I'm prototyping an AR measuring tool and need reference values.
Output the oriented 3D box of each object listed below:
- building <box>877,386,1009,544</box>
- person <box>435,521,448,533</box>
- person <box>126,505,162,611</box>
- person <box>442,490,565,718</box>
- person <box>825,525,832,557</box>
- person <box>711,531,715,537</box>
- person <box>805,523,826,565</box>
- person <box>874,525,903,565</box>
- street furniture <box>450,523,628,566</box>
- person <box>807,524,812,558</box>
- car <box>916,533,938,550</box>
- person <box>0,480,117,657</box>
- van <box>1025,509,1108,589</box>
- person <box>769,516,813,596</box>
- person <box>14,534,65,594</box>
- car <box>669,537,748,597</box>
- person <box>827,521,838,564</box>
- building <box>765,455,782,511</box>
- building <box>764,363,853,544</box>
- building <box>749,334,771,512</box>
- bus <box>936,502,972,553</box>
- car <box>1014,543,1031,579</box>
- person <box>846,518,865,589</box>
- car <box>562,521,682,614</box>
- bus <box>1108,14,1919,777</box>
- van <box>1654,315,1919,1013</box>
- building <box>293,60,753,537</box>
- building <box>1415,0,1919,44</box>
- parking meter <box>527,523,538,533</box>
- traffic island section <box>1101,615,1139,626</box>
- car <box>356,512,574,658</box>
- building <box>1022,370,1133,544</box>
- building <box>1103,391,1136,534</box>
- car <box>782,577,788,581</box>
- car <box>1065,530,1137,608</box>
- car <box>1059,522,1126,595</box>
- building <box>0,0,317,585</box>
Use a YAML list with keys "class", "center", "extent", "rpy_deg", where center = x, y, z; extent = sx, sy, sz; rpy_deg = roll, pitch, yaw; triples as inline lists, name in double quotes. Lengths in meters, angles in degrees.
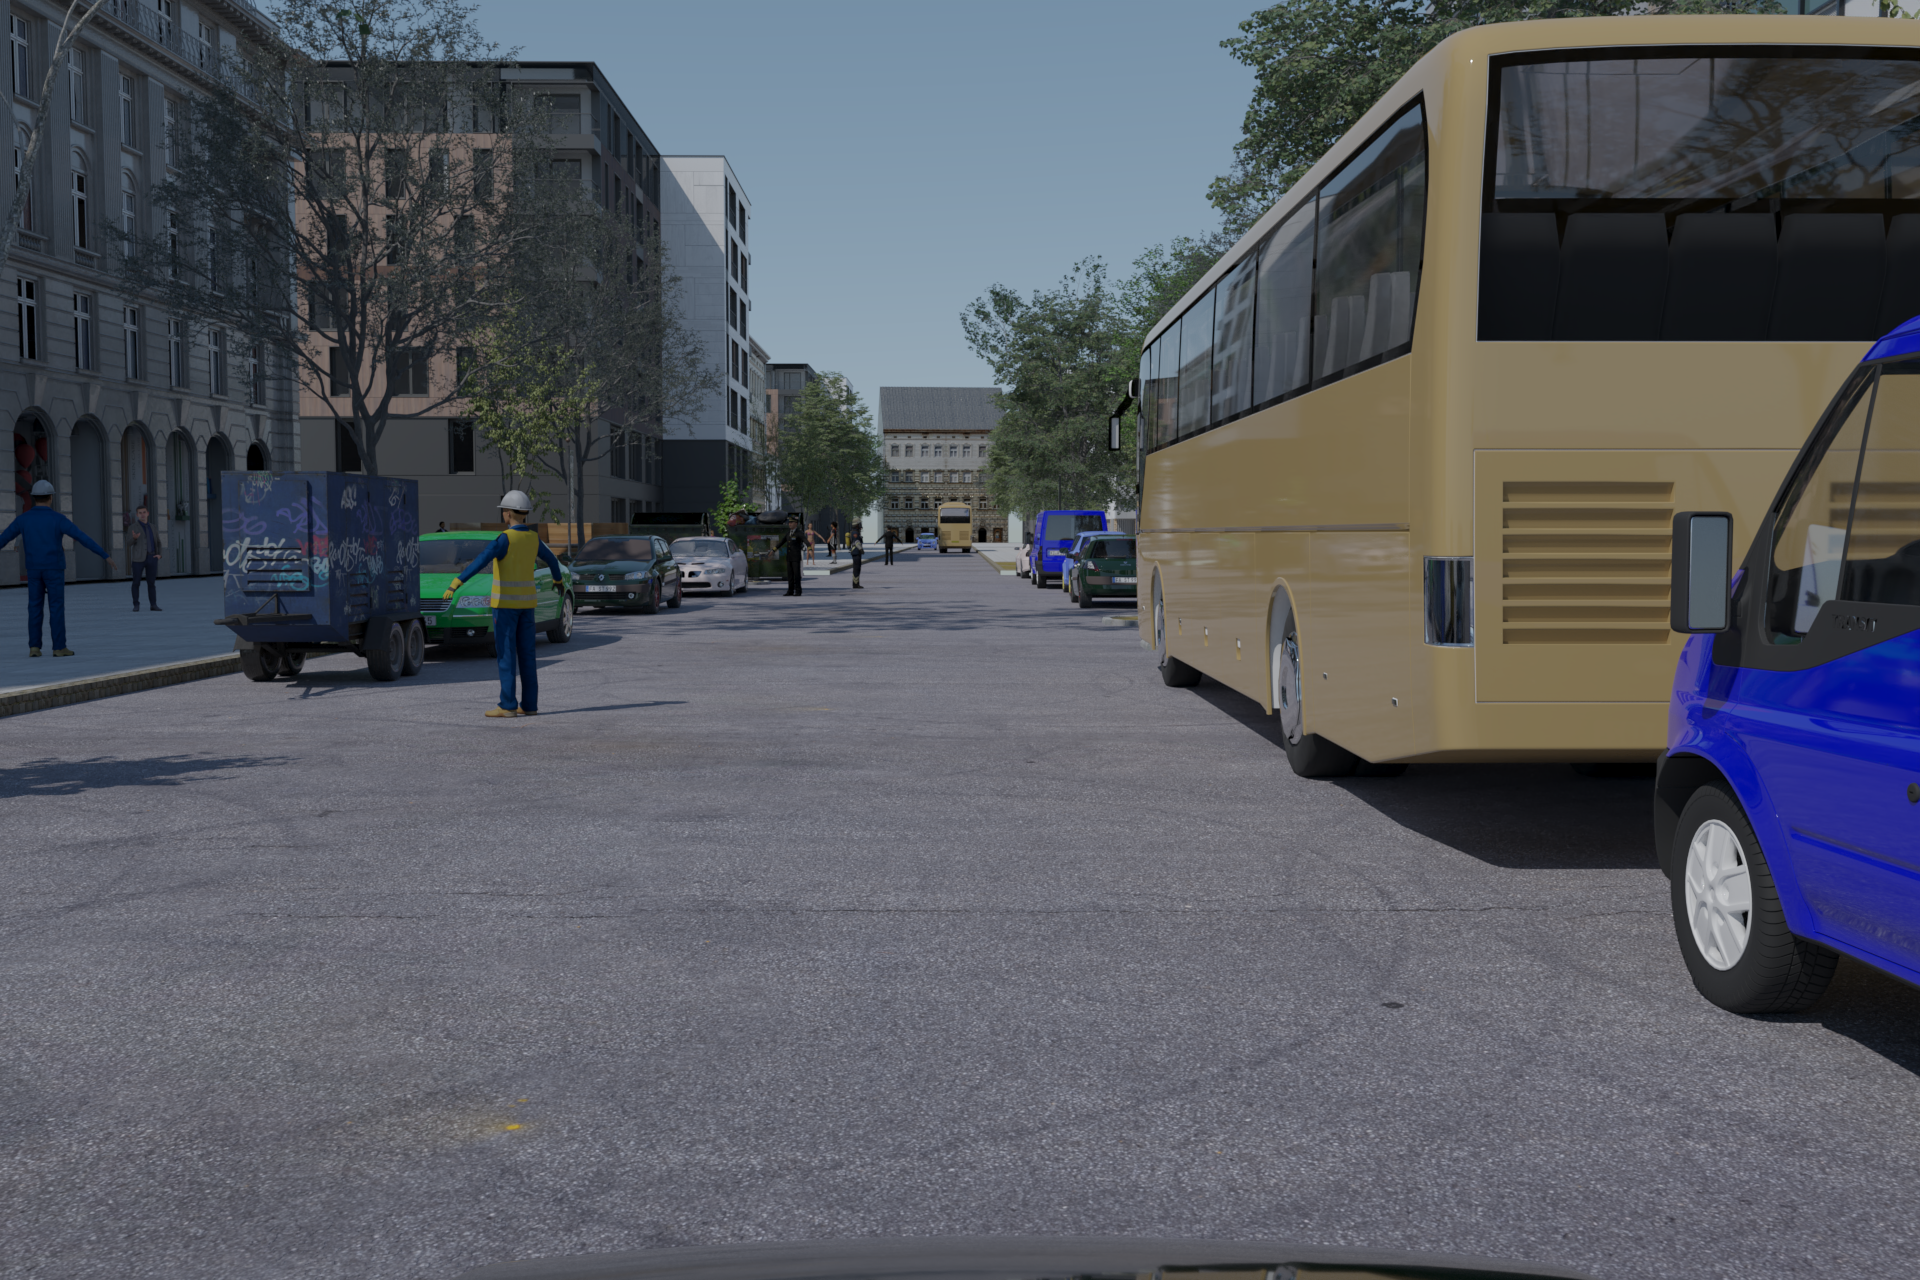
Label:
- class: "building"
  center: [-2.834, -25.902, 256.883]
  extent: [18.063, 23.208, 19.493]
  rpy_deg: [0, 4, -5]
- class: "person"
  center: [-18.695, -3.428, 62.765]
  extent: [0.721, 1.740, 1.216]
  rpy_deg: [3, 5, 43]
- class: "person"
  center: [-13.447, -1.350, 28.651]
  extent: [0.617, 1.759, 0.750]
  rpy_deg: [-3, 5, -40]
- class: "person"
  center: [-3.560, -0.289, 13.655]
  extent: [0.721, 1.772, 1.216]
  rpy_deg: [2, 4, 33]
- class: "person"
  center: [-7.427, -5.622, 98.053]
  extent: [0.705, 1.813, 1.348]
  rpy_deg: [-1, 4, -14]
- class: "person"
  center: [-10.854, -4.062, 75.674]
  extent: [0.991, 1.433, 0.599]
  rpy_deg: [-2, 4, -28]
- class: "person"
  center: [-6.191, -3.981, 71.894]
  extent: [1.217, 1.733, 0.721]
  rpy_deg: [-1, 4, -13]
- class: "person"
  center: [-3.253, -4.341, 79.360]
  extent: [1.347, 1.837, 0.705]
  rpy_deg: [-1, 4, -13]
- class: "street furniture"
  center: [-16.689, -3.907, 70.727]
  extent: [11.010, 1.723, 9.812]
  rpy_deg: [3, 4, 36]
- class: "person"
  center: [-7.962, -5.216, 91.460]
  extent: [0.705, 1.806, 1.347]
  rpy_deg: [0, 4, -4]
- class: "car"
  center: [-2.882, -8.773, 153.027]
  extent: [1.945, 1.707, 3.694]
  rpy_deg: [0, 3, 0]
- class: "person"
  center: [-9.564, -0.749, 18.130]
  extent: [1.347, 1.842, 0.705]
  rpy_deg: [0, 4, -7]
- class: "van"
  center: [2.945, -2.613, 47.106]
  extent: [2.240, 2.365, 5.245]
  rpy_deg: [0, 4, 0]
- class: "person"
  center: [-3.847, -1.925, 39.873]
  extent: [1.347, 1.837, 0.705]
  rpy_deg: [3, 4, 37]
- class: "person"
  center: [-19.826, -1.884, 37.262]
  extent: [1.216, 1.778, 0.721]
  rpy_deg: [1, 4, 11]
- class: "car"
  center: [-6.120, -1.753, 41.021]
  extent: [2.083, 1.381, 4.827]
  rpy_deg: [0, 4, 0]
- class: "person"
  center: [-5.435, -4.171, 74.335]
  extent: [0.704, 1.843, 1.345]
  rpy_deg: [1, 4, 9]
- class: "building"
  center: [-24.223, -15.280, 191.968]
  extent: [9.099, 9.664, 28.070]
  rpy_deg: [0, 4, 1]
- class: "building"
  center: [-28.697, -23.213, 223.500]
  extent: [27.936, 21.610, 32.646]
  rpy_deg: [0, 3, 0]
- class: "building"
  center: [-25.767, -18.851, 139.139]
  extent: [19.493, 23.208, 18.063]
  rpy_deg: [0, 4, -1]
- class: "bus"
  center: [-0.432, -8.668, 133.275]
  extent: [2.896, 3.916, 12.252]
  rpy_deg: [0, 4, -1]
- class: "car"
  center: [2.850, -2.736, 57.095]
  extent: [2.083, 1.381, 4.827]
  rpy_deg: [0, 4, -1]
- class: "person"
  center: [-2.680, -2.277, 45.470]
  extent: [0.705, 1.856, 1.354]
  rpy_deg: [0, 4, -8]
- class: "car"
  center: [-6.277, -1.373, 32.237]
  extent: [2.009, 1.686, 4.222]
  rpy_deg: [0, 4, 0]
- class: "bus"
  center: [3.126, -1.314, 13.029]
  extent: [2.896, 3.916, 12.252]
  rpy_deg: [0, 4, 0]
- class: "van"
  center: [3.204, 0.057, 3.450]
  extent: [2.240, 2.365, 5.245]
  rpy_deg: [0, 3, 0]
- class: "building"
  center: [-26.596, -15.132, 91.377]
  extent: [27.936, 21.610, 32.646]
  rpy_deg: [0, 4, -1]
- class: "building"
  center: [28.181, -14.948, 50.965]
  extent: [21.656, 26.213, 47.522]
  rpy_deg: [0, 3, 0]
- class: "parking meter"
  center: [-9.984, -1.947, 40.240]
  extent: [0.372, 1.533, 0.369]
  rpy_deg: [0, 3, 0]
- class: "traffic island section"
  center: [3.294, -0.303, 27.828]
  extent: [1.991, 0.108, 1.994]
  rpy_deg: [0, 4, 0]
- class: "car"
  center: [-6.054, -0.774, 21.455]
  extent: [1.959, 1.807, 4.718]
  rpy_deg: [0, 4, 0]
- class: "building"
  center: [22.130, -23.609, 229.982]
  extent: [27.936, 21.610, 32.646]
  rpy_deg: [0, 4, 0]
- class: "building"
  center: [21.384, -20.757, 195.792]
  extent: [16.016, 20.090, 11.380]
  rpy_deg: [0, 3, 0]
- class: "car"
  center: [-6.037, -2.771, 54.104]
  extent: [1.959, 1.807, 4.718]
  rpy_deg: [0, 3, 0]
- class: "car"
  center: [3.158, -1.537, 34.915]
  extent: [2.009, 1.686, 4.222]
  rpy_deg: [0, 4, 0]
- class: "car"
  center: [3.357, -1.942, 41.344]
  extent: [1.945, 1.707, 3.694]
  rpy_deg: [0, 4, 0]
- class: "building"
  center: [-27.943, -12.565, 46.102]
  extent: [13.314, 22.015, 24.055]
  rpy_deg: [0, 3, 0]
